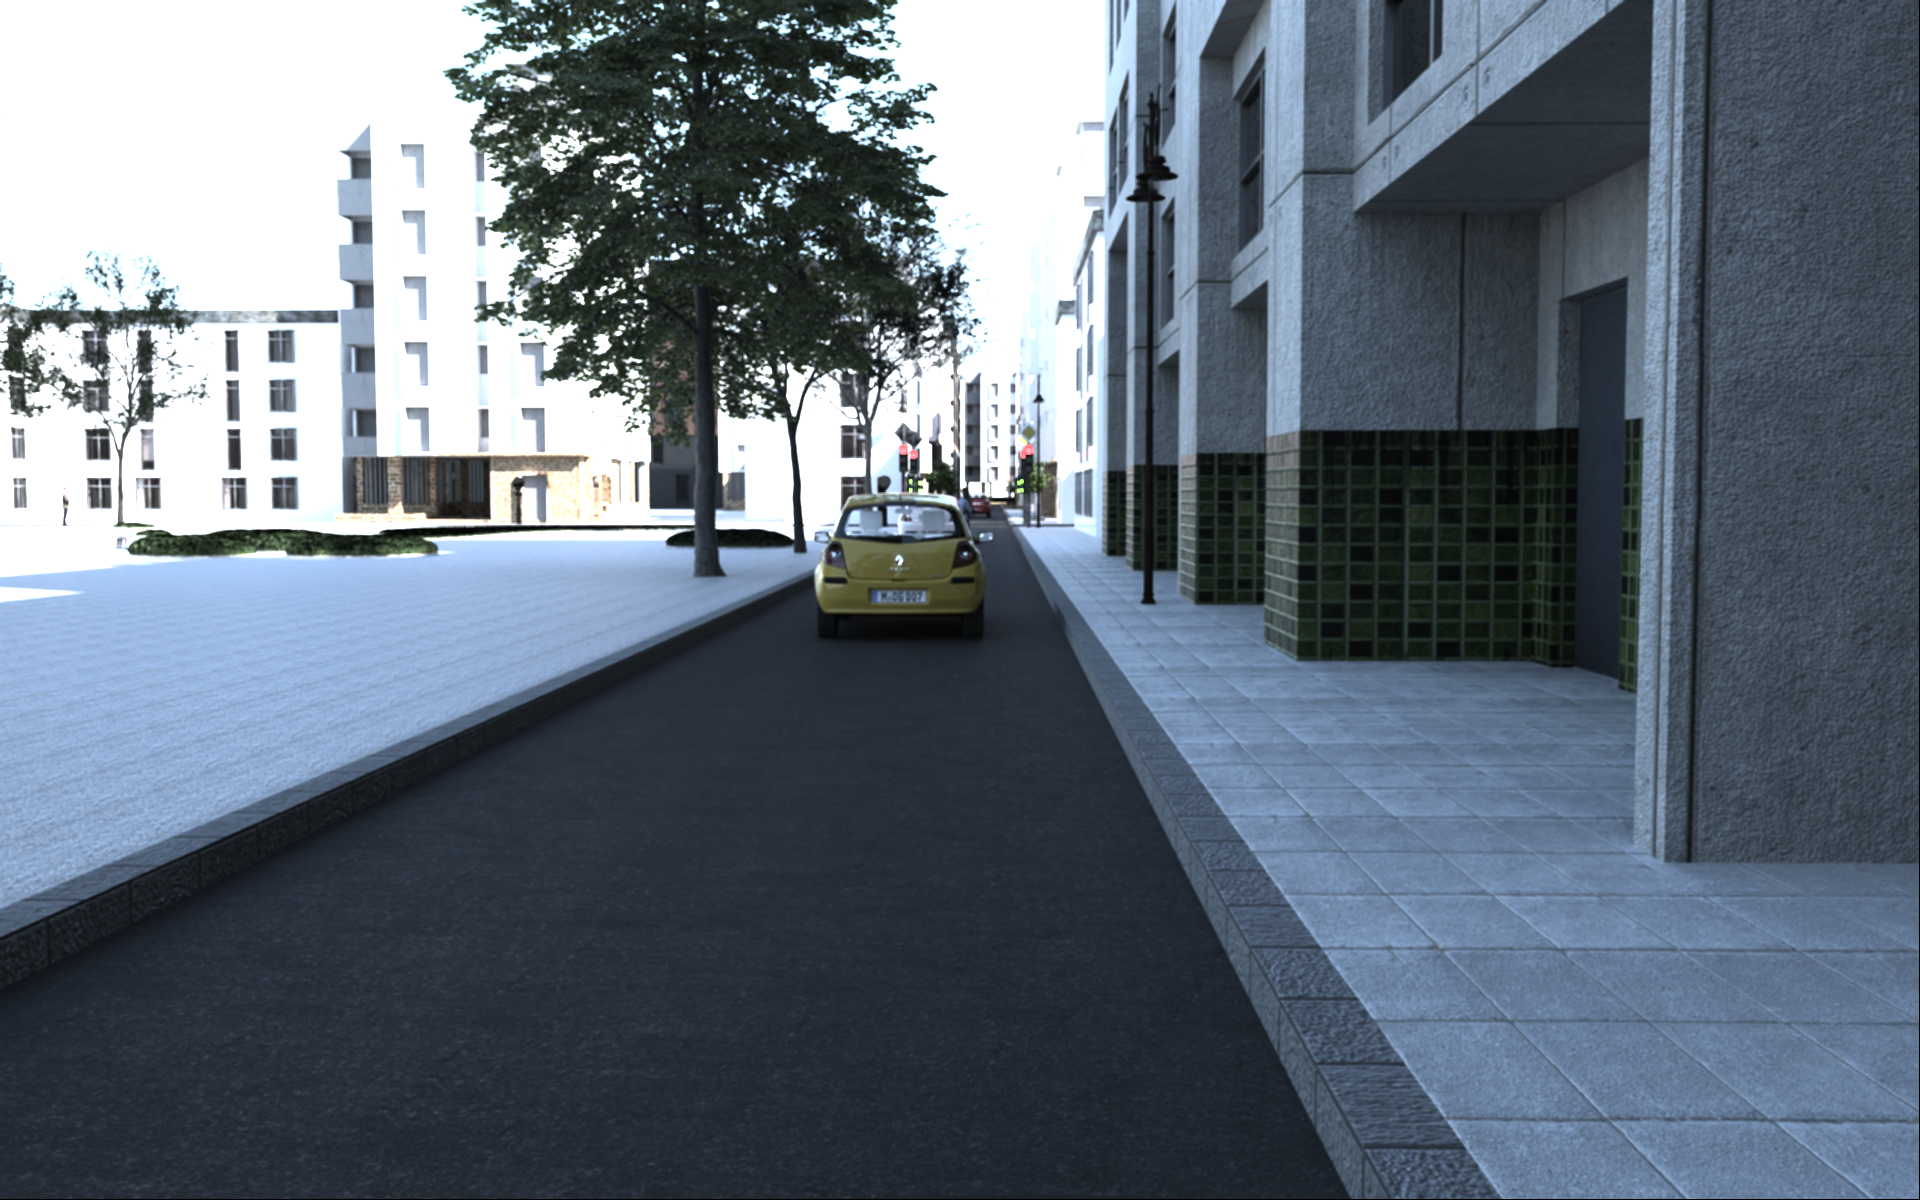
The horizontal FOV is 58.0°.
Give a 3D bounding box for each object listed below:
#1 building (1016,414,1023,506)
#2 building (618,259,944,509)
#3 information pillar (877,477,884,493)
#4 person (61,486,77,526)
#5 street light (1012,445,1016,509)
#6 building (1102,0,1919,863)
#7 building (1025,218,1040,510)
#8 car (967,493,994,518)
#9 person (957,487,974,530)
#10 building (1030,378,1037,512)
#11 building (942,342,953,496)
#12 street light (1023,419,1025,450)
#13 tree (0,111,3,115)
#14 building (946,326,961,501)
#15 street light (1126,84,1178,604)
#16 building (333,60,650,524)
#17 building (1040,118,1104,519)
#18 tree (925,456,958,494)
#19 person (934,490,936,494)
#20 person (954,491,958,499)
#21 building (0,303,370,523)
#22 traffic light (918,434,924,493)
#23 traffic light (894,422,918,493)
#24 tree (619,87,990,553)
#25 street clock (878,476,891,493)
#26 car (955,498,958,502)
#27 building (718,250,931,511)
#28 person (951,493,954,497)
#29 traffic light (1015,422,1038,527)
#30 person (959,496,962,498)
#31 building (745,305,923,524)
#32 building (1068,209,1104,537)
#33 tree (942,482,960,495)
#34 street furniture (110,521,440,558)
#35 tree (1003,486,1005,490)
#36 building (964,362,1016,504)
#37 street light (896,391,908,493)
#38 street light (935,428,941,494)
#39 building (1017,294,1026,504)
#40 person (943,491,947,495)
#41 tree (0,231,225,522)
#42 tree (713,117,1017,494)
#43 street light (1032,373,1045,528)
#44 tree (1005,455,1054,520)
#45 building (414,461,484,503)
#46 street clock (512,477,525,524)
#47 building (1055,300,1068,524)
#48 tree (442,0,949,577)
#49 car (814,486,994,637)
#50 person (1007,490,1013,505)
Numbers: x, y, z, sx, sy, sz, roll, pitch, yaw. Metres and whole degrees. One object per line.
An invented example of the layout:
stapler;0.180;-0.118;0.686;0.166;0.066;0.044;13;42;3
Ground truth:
building;10.650;-14.671;182.011;9.099;9.664;28.070;0;4;1
building;-16.053;-19.766;167.153;27.936;21.610;32.646;0;4;1
information pillar;-3.391;-4.239;73.802;0.304;2.012;0.304;-1;4;-9
person;-37.248;-3.882;72.500;0.750;1.759;0.617;-1;4;-12
street light;4.669;-10.802;149.400;0.468;5.910;1.993;0;4;1
building;11.133;-9.452;21.001;16.747;18.905;31.486;0;4;1
building;12.256;-15.183;104.657;16.016;20.091;11.380;0;4;1
car;1.006;-5.998;107.111;2.155;1.783;4.494;0;4;1
person;0.101;-1.505;35.176;0.319;1.574;0.516;-2;4;-24
building;9.800;-11.171;124.786;9.099;9.664;28.070;0;4;1
building;-8.803;-20.369;189.448;16.016;20.091;11.380;0;4;1
street light;3.829;-8.019;103.890;0.468;5.910;1.993;0;4;1
tree;-16.896;-5.933;22.768;9.928;11.665;9.643;0;3;0
building;-16.771;-22.525;212.265;32.646;21.610;27.936;0;4;1
street light;2.207;-2.895;20.117;0.468;5.910;1.993;0;4;1
building;-21.835;-13.826;82.471;11.380;20.091;16.016;0;4;1
building;12.614;-14.469;92.987;16.016;20.091;11.380;0;4;1
tree;-1.797;-9.915;145.831;4.285;4.588;4.351;0;3;0
person;-1.748;-7.263;127.059;0.482;1.546;0.388;-3;5;-40
person;-0.386;-9.649;164.469;0.551;1.740;0.621;3;4;38
building;-42.120;-8.427;79.930;28.070;9.664;9.099;0;4;1
traffic light;-1.982;-5.227;74.711;0.839;4.213;0.868;0;4;1
traffic light;-2.139;-4.739;66.728;0.839;4.213;0.868;0;4;1
tree;-3.551;-6.331;37.927;8.767;10.594;7.601;-1;4;-13
street clock;-2.948;-3.865;67.764;0.471;2.002;0.358;0;4;7
car;-0.716;-2.199;48.322;2.083;1.381;4.827;0;4;2
building;-10.253;-17.152;136.862;16.016;20.091;11.380;0;4;1
person;-0.851;-10.255;174.437;0.721;1.743;1.217;-1;4;-11
traffic light;2.621;-4.734;66.650;0.839;4.213;0.868;0;4;1
person;0.318;-6.382;113.369;0.750;1.759;0.617;-1;4;-9
building;-6.665;-8.972;88.847;9.099;9.664;28.070;0;4;1
building;8.463;-6.675;51.292;9.099;9.664;28.070;0;4;1
tree;-0.915;-10.295;162.931;1.663;3.219;1.824;0;3;0
street furniture;-15.731;-1.411;38.698;5.734;0.657;10.072;-2;4;-33
tree;5.963;-12.995;207.073;1.663;3.219;1.824;0;3;0
building;6.293;-23.582;241.985;11.380;20.091;16.016;0;4;1
street light;-2.482;-6.249;74.964;0.468;5.910;1.993;0;4;1
street light;-1.554;-9.034;120.493;0.468;5.910;1.993;0;4;1
building;13.105;-17.596;144.121;16.016;20.091;11.380;0;4;1
person;-1.159;-7.770;135.625;0.480;1.512;0.613;1;4;19
tree;-30.546;-7.827;62.391;8.767;10.594;7.601;0;4;-6
tree;-3.054;-8.944;56.599;12.009;13.543;11.850;0;3;0
street light;3.007;-5.718;66.277;0.468;5.910;1.993;0;4;1
tree;3.580;-5.561;85.525;1.663;3.219;1.824;0;3;0
building;-49.421;-22.531;212.352;32.646;21.610;27.936;0;4;1
street clock;-18.906;-4.260;74.218;0.471;2.002;0.358;0;4;-3
building;18.388;-8.382;79.195;28.070;9.664;9.099;0;4;1
tree;-3.947;-6.617;26.318;7.486;12.596;7.792;0;3;0
car;-0.616;-0.522;18.753;2.015;1.641;3.980;0;4;-1
person;5.607;-11.661;197.641;0.756;1.711;0.436;3;4;38
